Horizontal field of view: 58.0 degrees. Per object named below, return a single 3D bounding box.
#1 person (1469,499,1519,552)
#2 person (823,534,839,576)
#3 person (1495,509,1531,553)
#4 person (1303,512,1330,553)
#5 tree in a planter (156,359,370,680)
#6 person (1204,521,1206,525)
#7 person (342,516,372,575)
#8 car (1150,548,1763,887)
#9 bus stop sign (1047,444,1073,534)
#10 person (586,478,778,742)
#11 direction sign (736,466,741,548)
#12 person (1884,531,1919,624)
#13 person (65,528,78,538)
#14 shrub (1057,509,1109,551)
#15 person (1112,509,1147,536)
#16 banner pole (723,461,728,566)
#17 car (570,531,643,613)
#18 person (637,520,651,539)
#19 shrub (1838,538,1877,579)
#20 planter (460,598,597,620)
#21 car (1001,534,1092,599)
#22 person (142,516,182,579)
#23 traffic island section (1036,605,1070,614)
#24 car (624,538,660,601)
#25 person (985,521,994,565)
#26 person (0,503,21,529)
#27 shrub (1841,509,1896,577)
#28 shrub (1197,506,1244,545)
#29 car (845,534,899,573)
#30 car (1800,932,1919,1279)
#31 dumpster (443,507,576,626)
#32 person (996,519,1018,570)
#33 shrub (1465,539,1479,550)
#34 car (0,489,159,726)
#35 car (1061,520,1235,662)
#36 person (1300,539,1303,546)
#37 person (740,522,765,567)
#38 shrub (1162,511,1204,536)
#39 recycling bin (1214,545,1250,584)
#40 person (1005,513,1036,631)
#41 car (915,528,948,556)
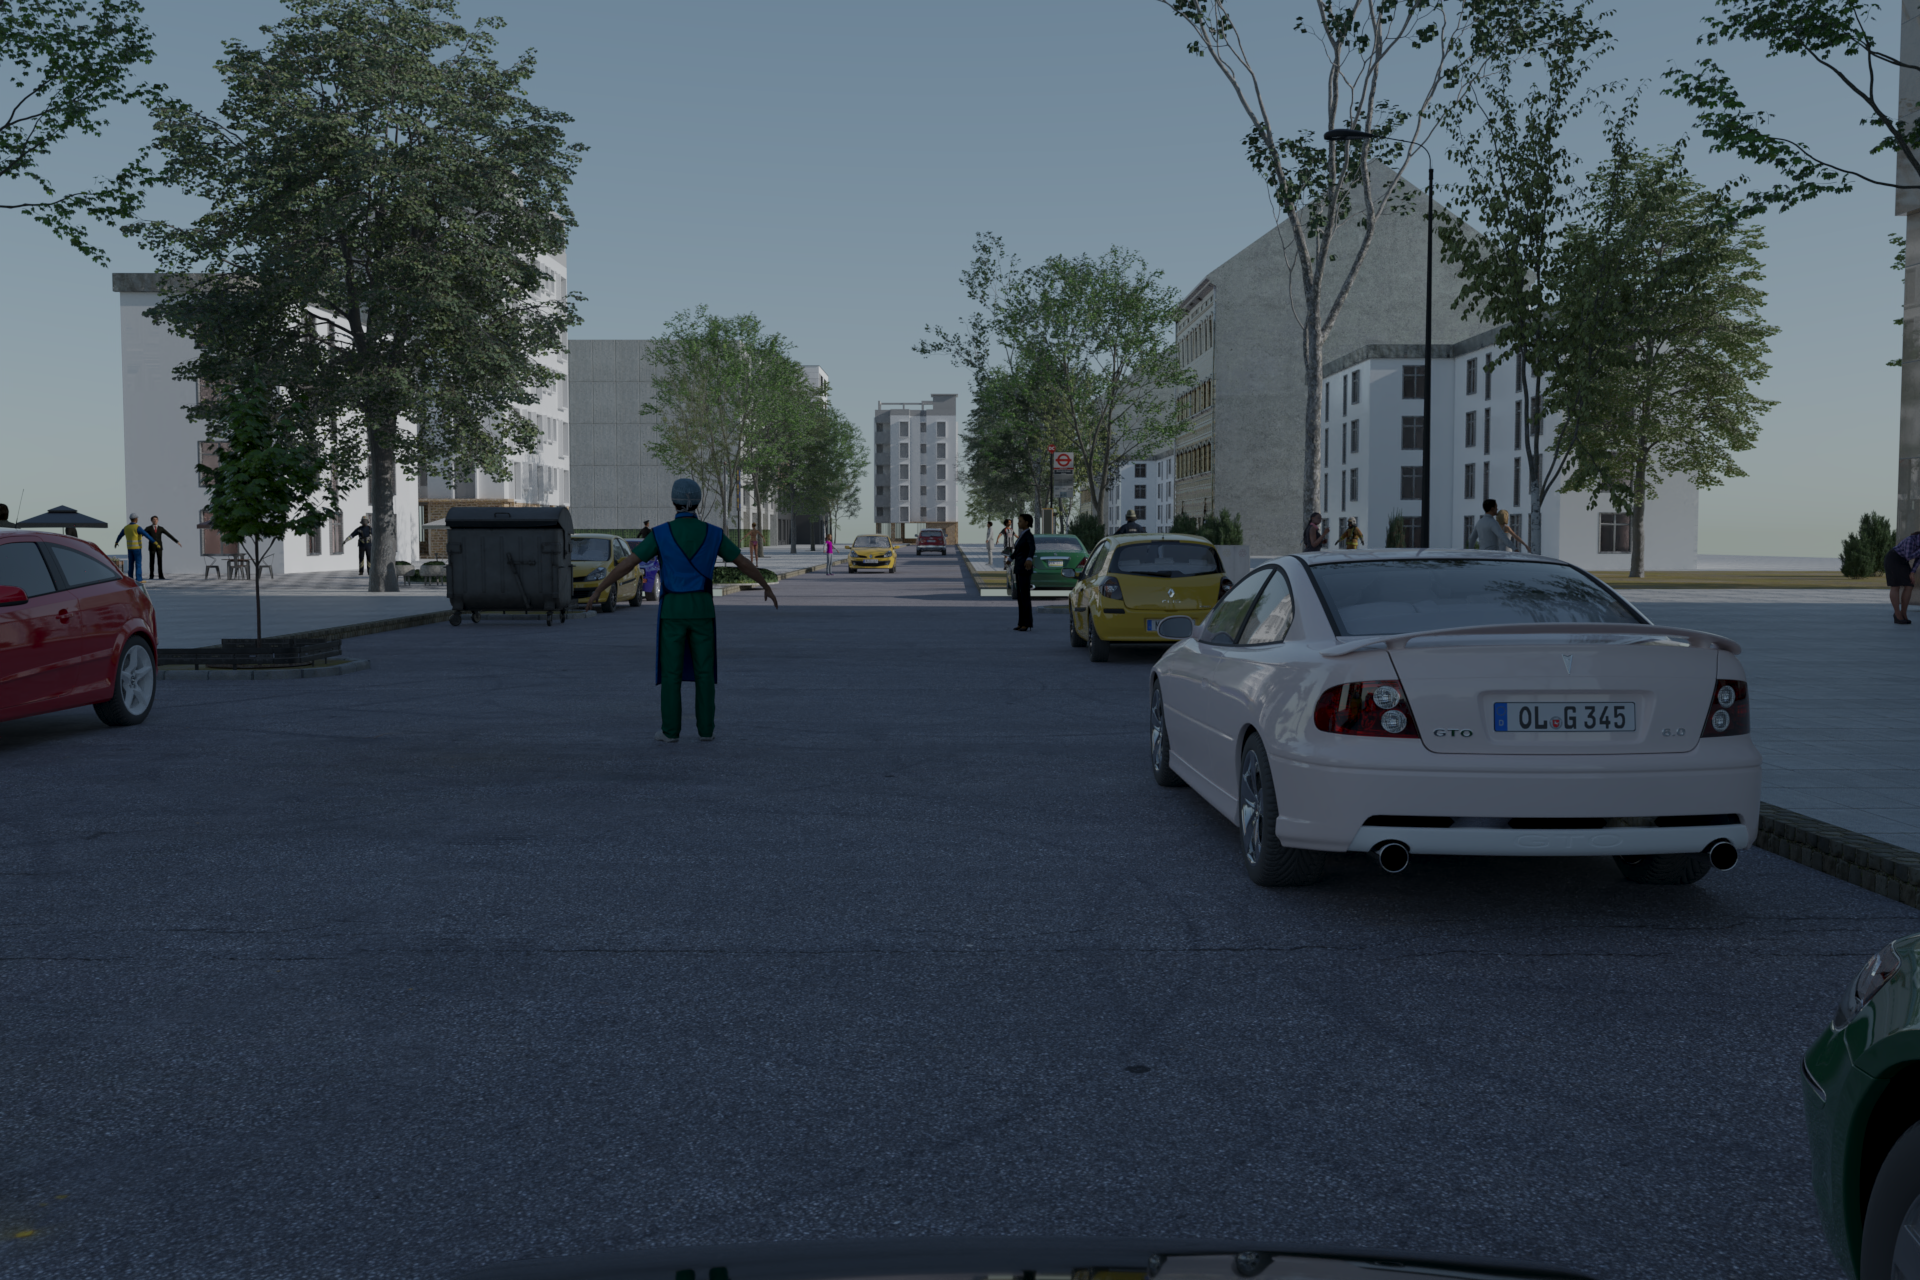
[{"bbox_3d":[8.002,-1.220,26.109,0.704,1.810,1.344,-1,4,-16],"label":"person"},{"bbox_3d":[-4.471,-2.950,59.958,0.599,1.433,0.991,2,4,27],"label":"person"},{"bbox_3d":[10.488,-1.629,33.251,0.721,1.753,1.214,-2,4,-26],"label":"person"},{"bbox_3d":[5.911,-1.289,28.591,0.415,1.643,0.593,-3,5,-42],"label":"person"},{"bbox_3d":[-7.281,-1.264,17.896,1.991,3.239,1.994,0,4,-1],"label":"tree in a planter"},{"bbox_3d":[9.867,-3.867,69.076,0.705,1.847,1.347,0,4,7],"label":"person"},{"bbox_3d":[-18.488,-2.938,53.813,1.354,1.856,0.705,-1,4,-21],"label":"person"},{"bbox_3d":[2.073,0.240,8.437,2.083,1.381,4.827,0,4,-1],"label":"car"},{"bbox_3d":[2.945,-3.848,51.621,0.855,3.939,0.416,0,4,-1],"label":"bus stop sign"},{"bbox_3d":[-1.900,-0.209,12.001,1.347,1.817,0.704,-1,4,-20],"label":"person"},{"bbox_3d":[-7.473,-4.066,58.474,0.379,3.537,0.876,0,4,-1],"label":"direction sign"},{"bbox_3d":[13.455,-0.933,24.524,0.421,1.427,0.697,-2,4,-26],"label":"person"},{"bbox_3d":[-23.278,-2.402,45.494,0.704,1.802,1.346,-1,4,-18],"label":"person"},{"bbox_3d":[3.959,-3.121,55.075,1.661,2.075,1.752,0,3,0],"label":"shrub"},{"bbox_3d":[3.919,-2.081,39.889,1.351,1.845,0.704,-1,4,-14],"label":"person"},{"bbox_3d":[-8.089,-4.276,59.935,0.401,3.779,0.863,0,4,1],"label":"banner pole"},{"bbox_3d":[-7.156,-1.383,32.829,2.015,1.641,3.980,0,4,0],"label":"car"},{"bbox_3d":[-12.326,-3.812,68.257,1.347,1.837,0.705,2,4,35],"label":"person"},{"bbox_3d":[25.448,-2.325,49.131,1.383,1.207,1.383,0,3,0],"label":"shrub"},{"bbox_3d":[-7.358,-0.534,29.875,1.991,0.319,1.994,0,4,-1],"label":"planter"},{"bbox_3d":[2.021,-1.688,39.399,2.131,1.459,4.920,0,4,-1],"label":"car"},{"bbox_3d":[-22.913,-2.640,49.343,1.347,1.806,0.705,-2,4,-35],"label":"person"},{"bbox_3d":[2.416,-0.560,32.021,1.991,0.108,1.994,0,3,0],"label":"traffic island section"},{"bbox_3d":[-7.327,-1.572,38.281,1.945,1.354,3.894,0,4,0],"label":"car"},{"bbox_3d":[1.200,-3.982,71.289,0.705,1.806,1.347,0,4,4],"label":"person"},{"bbox_3d":[-14.326,-1.170,25.893,1.215,1.744,0.721,-3,5,-40],"label":"person"},{"bbox_3d":[27.443,-2.917,52.116,1.690,2.028,1.600,0,3,0],"label":"shrub"},{"bbox_3d":[7.474,-2.773,49.374,1.661,2.075,1.752,0,3,0],"label":"shrub"},{"bbox_3d":[-3.237,-3.299,64.169,2.015,1.641,3.980,0,4,-1],"label":"car"},{"bbox_3d":[2.288,0.667,0.886,2.131,1.459,4.920,0,4,-1],"label":"car"},{"bbox_3d":[-7.094,-1.169,27.332,1.865,1.857,1.264,0,4,-1],"label":"dumpster"},{"bbox_3d":[1.729,-3.390,61.565,1.345,1.843,0.704,-3,5,-42],"label":"person"},{"bbox_3d":[14.036,-2.215,47.334,1.383,1.207,1.383,0,3,0],"label":"shrub"},{"bbox_3d":[-7.033,-0.152,11.524,2.155,1.783,4.494,0,4,-1],"label":"car"},{"bbox_3d":[2.268,-0.648,20.822,2.015,1.641,3.980,0,4,-1],"label":"car"},{"bbox_3d":[15.152,-4.034,75.220,0.991,1.433,0.599,-2,4,-27],"label":"person"},{"bbox_3d":[-8.062,-3.702,67.325,1.217,1.733,0.721,-3,5,-41],"label":"person"},{"bbox_3d":[7.079,-3.088,54.904,1.690,2.028,1.600,0,3,0],"label":"shrub"},{"bbox_3d":[6.092,-1.607,38.826,0.722,1.027,0.722,0,4,0],"label":"recycling bin"},{"bbox_3d":[0.875,-1.005,25.613,0.721,1.740,1.216,-1,4,-13],"label":"person"},{"bbox_3d":[-1.941,-6.638,117.208,2.281,1.827,5.304,0,4,-1],"label":"car"}]
